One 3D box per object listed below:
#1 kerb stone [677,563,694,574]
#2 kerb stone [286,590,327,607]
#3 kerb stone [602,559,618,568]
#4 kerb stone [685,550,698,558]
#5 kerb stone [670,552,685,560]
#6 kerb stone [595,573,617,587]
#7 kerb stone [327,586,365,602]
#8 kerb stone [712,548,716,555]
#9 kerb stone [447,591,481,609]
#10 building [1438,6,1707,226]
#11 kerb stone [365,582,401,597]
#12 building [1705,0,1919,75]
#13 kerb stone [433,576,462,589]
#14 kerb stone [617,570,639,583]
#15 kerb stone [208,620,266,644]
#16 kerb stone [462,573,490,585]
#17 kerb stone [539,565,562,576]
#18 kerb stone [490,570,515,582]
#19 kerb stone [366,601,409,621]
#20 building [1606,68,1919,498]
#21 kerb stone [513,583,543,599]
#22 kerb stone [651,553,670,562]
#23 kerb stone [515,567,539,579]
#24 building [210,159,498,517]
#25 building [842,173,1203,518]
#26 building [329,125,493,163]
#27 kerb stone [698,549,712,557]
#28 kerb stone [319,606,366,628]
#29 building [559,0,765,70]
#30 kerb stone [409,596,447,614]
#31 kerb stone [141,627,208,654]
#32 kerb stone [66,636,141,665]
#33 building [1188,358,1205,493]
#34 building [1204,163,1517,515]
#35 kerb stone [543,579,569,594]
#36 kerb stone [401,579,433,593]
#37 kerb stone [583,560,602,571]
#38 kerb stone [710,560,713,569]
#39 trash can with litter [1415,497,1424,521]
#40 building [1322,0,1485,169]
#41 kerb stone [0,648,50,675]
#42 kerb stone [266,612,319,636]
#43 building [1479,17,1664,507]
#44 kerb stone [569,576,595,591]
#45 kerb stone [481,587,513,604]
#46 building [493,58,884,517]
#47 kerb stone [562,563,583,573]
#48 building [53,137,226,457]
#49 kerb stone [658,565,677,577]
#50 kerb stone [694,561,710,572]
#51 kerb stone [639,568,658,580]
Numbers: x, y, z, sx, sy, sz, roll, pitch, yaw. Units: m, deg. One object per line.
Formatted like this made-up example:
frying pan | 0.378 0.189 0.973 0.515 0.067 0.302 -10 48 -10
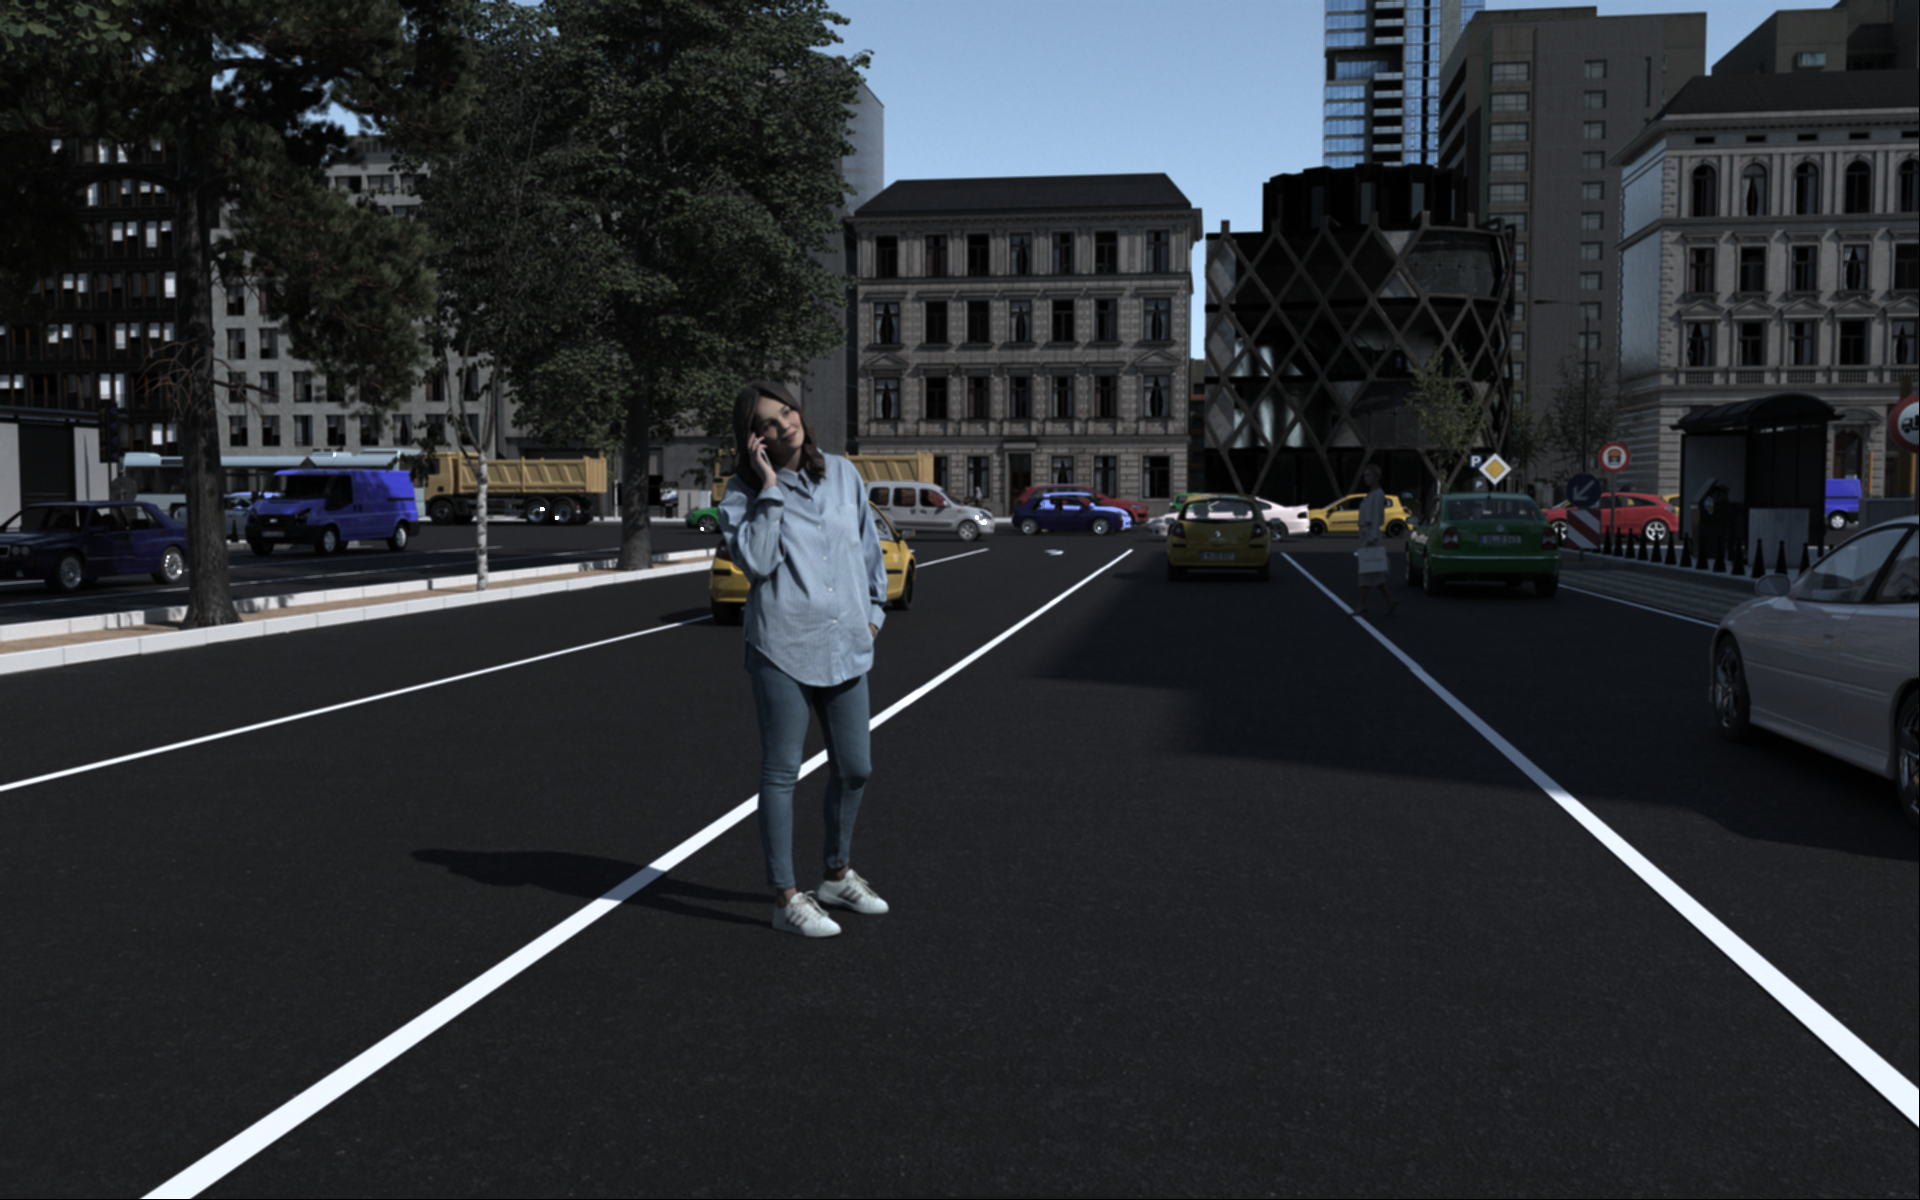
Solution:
kerb stone | -5.056 -0.555 31.263 0.120 0.150 1.000 1 4 8
kerb stone | -8.496 -0.007 22.310 0.120 0.150 1.000 1 4 8
kerb stone | -6.848 -0.693 33.526 0.120 0.150 1.000 1 4 8
kerb stone | -6.097 -1.005 38.627 0.120 0.150 1.000 1 4 8
kerb stone | -6.243 -0.943 37.607 0.120 0.150 1.000 1 4 8
kerb stone | -5.658 -0.302 27.194 0.120 0.150 1.000 1 4 8
kerb stone | -8.348 -0.070 23.333 0.120 0.150 1.000 1 4 8
kerb stone | -5.802 -1.123 40.661 0.120 0.150 1.000 1 4 8
kerb stone | -6.402 0.007 22.083 0.120 0.150 1.000 1 4 8
building | 59.131 -33.442 170.481 21.300 48.544 21.600 1 4 8
kerb stone | -8.190 -0.132 24.348 0.120 0.150 1.000 1 4 8
building | 85.885 -33.215 166.764 21.600 48.544 21.300 1 4 8
kerb stone | -7.894 -0.257 26.395 0.120 0.150 1.000 1 4 8
kerb stone | -5.499 -0.363 28.209 0.120 0.150 1.000 1 4 8
kerb stone | -7.160 0.321 16.990 0.120 0.150 1.000 1 4 8
kerb stone | -7.752 -0.315 27.412 0.120 0.150 1.000 1 4 8
kerb stone | -7.291 -0.506 30.469 0.120 0.150 1.000 1 4 8
kerb stone | -7.599 -0.381 28.429 0.120 0.150 1.000 1 4 8
kerb stone | -6.700 0.133 20.051 0.120 0.150 1.000 1 4 8
building | 45.700 -16.082 91.827 19.941 23.489 11.050 1 4 8
kerb stone | -6.098 -0.116 24.125 0.120 0.150 1.000 1 4 8
kerb stone | -6.399 -0.876 36.592 0.120 0.150 1.000 1 4 8
kerb stone | -7.448 -0.444 29.454 0.120 0.150 1.000 1 4 8
building | -33.827 -15.204 103.335 16.860 20.320 10.420 1 4 8
building | 3.918 -14.270 97.941 19.286 19.102 10.561 1 4 8
building | -50.150 -29.973 181.936 23.993 40.220 32.217 1 4 8
kerb stone | -5.945 -1.067 39.643 0.120 0.150 1.000 1 4 8
kerb stone | -6.854 0.193 19.035 0.120 0.150 1.000 1 4 8
building | -25.401 -30.724 152.446 14.600 45.320 14.200 1 4 8
kerb stone | -6.554 0.069 21.067 0.120 0.150 1.000 1 4 8
kerb stone | -7.299 0.383 15.970 0.120 0.150 1.000 1 4 8
kerb stone | -7.458 0.443 14.955 0.120 0.150 1.000 1 4 8
building | 35.290 -25.584 263.345 28.899 21.520 27.650 1 4 8
building | 22.368 -14.105 98.065 16.811 18.784 16.820 1 4 8
kerb stone | -5.957 -0.181 25.153 0.120 0.150 1.000 1 4 8
kerb stone | -8.044 -0.192 25.376 0.120 0.150 1.000 1 4 8
kerb stone | -6.993 -0.631 32.509 0.120 0.150 1.000 1 4 8
kerb stone | -4.757 -0.679 33.300 0.120 0.150 1.000 1 4 8
trash can with litter | 21.721 -4.339 82.326 0.624 1.170 1.055 3 5 41
building | 64.992 -57.583 254.160 31.000 86.520 22.319 1 4 8
kerb stone | -7.601 0.505 13.933 0.120 0.150 1.000 1 4 8
kerb stone | -7.007 0.258 18.012 0.120 0.150 1.000 1 4 8
building | 53.023 -28.744 153.554 14.154 41.232 14.086 1 4 8
kerb stone | -5.792 -0.243 26.172 0.120 0.150 1.000 1 4 8
kerb stone | -6.257 -0.055 23.110 0.120 0.150 1.000 1 4 8
building | -15.341 -17.343 101.575 19.932 24.808 12.078 1 4 8
kerb stone | -7.140 -0.568 31.489 0.120 0.150 1.000 1 4 8
building | -49.794 -16.963 107.018 15.834 23.373 12.332 1 4 8
kerb stone | -5.206 -0.487 30.247 0.120 0.150 1.000 1 4 8
kerb stone | -4.904 -0.613 32.279 0.120 0.150 1.000 1 4 8
kerb stone | -5.353 -0.425 29.230 0.120 0.150 1.000 1 4 8
